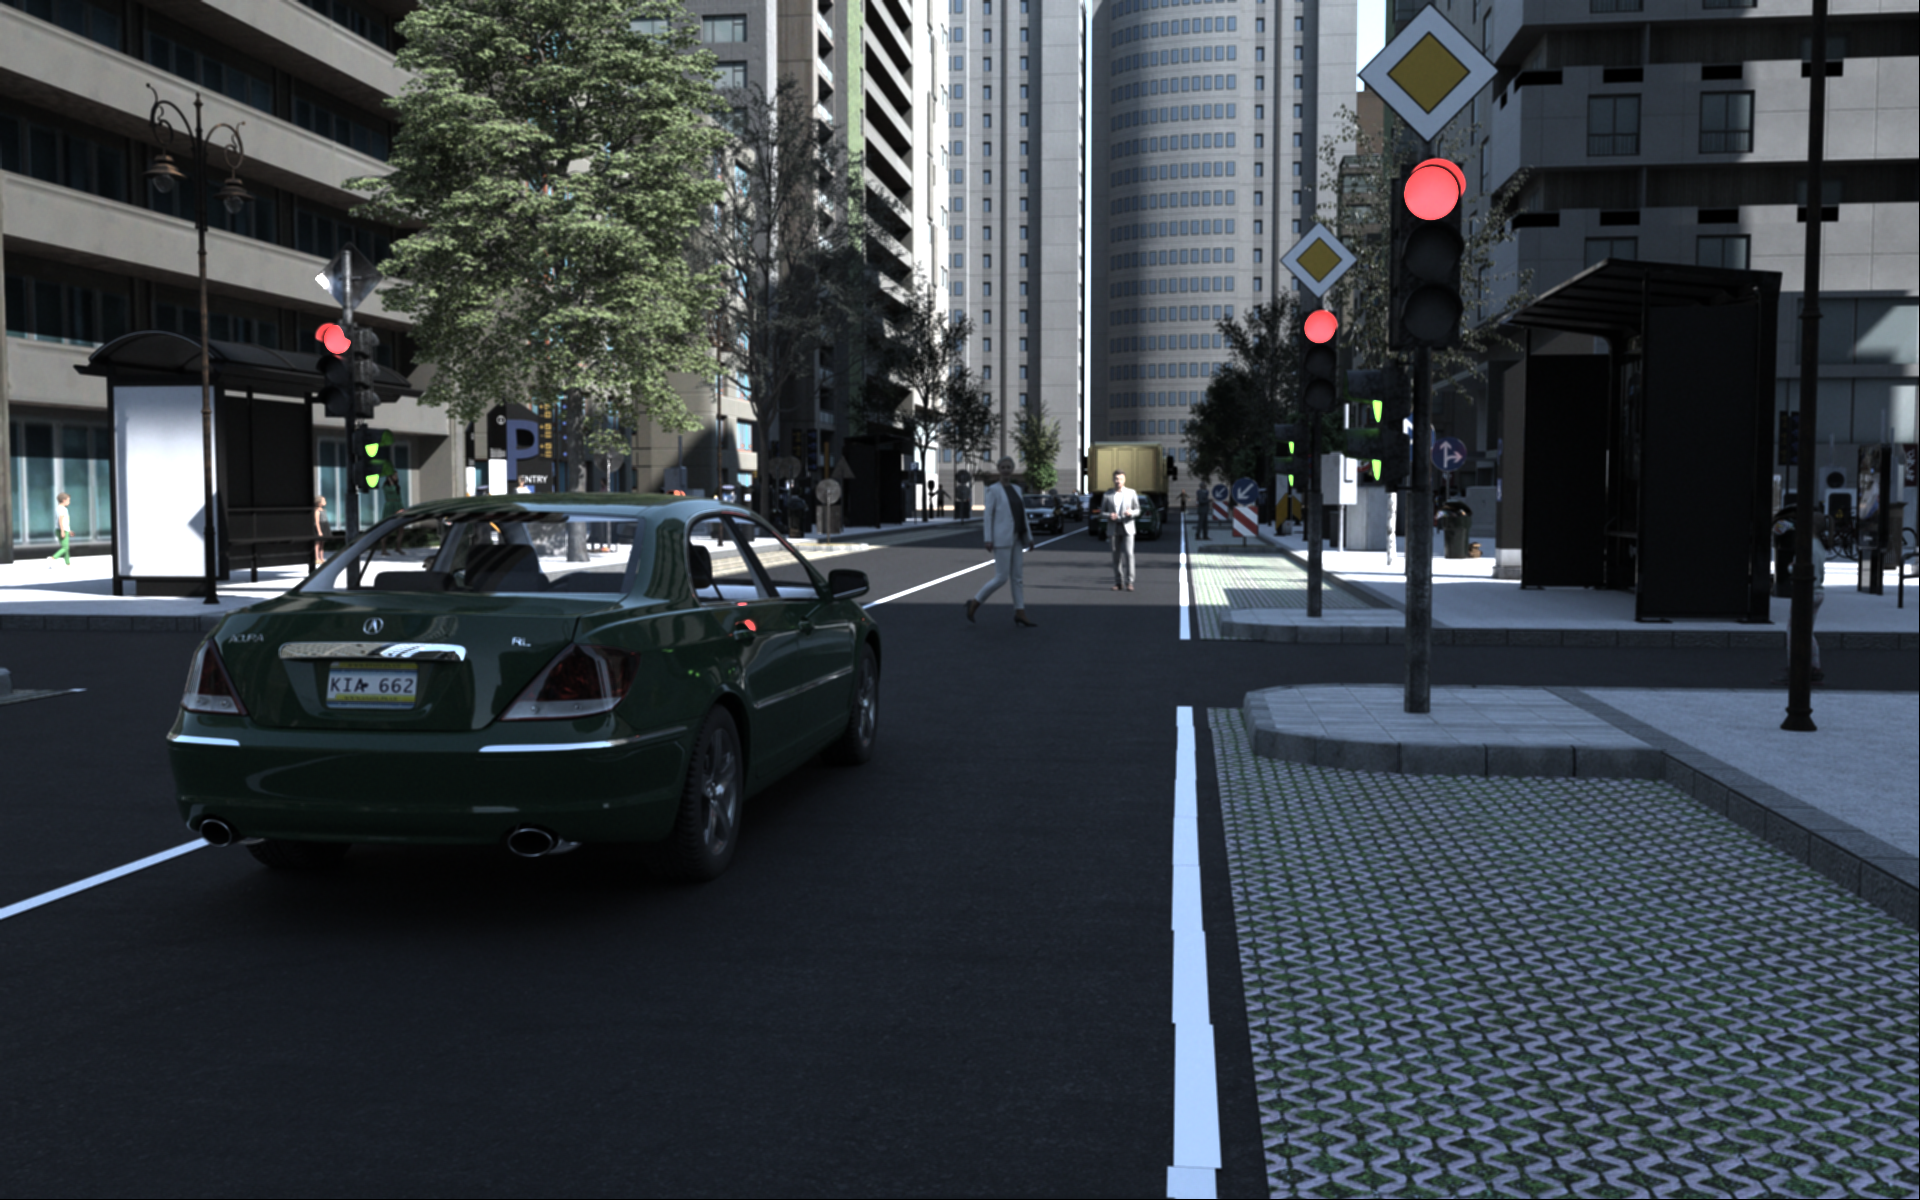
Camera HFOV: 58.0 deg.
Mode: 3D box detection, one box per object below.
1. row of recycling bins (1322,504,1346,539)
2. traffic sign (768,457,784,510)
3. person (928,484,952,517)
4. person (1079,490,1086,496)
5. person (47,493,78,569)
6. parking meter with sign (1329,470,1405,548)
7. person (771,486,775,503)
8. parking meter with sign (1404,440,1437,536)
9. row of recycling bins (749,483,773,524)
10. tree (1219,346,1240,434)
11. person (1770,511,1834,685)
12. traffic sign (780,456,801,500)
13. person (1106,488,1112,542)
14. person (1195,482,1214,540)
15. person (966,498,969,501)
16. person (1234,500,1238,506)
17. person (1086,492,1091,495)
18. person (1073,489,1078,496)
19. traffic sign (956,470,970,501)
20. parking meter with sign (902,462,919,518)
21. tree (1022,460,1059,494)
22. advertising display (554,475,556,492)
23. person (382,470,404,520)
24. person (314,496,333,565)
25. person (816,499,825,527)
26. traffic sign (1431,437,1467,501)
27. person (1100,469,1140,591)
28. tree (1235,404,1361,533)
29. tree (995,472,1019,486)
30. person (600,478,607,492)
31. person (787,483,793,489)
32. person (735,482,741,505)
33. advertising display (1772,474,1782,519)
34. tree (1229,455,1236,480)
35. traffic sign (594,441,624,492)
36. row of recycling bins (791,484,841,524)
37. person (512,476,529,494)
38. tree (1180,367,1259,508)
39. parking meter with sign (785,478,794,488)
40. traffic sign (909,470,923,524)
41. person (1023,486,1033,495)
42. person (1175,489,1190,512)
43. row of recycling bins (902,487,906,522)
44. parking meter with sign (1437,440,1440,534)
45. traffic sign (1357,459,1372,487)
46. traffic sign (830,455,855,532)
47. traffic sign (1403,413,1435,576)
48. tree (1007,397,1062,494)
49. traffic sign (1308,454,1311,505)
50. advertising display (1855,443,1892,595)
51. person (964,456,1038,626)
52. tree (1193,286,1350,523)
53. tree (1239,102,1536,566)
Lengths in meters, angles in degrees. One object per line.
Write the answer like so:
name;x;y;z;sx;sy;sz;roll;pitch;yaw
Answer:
row of recycling bins;10.847;-2.649;50.419;1.069;1.692;3.534;0;4;6
traffic sign;-6.317;-3.653;59.825;0.768;2.556;0.104;1;4;11
person;-1.097;-5.498;95.940;1.348;1.823;0.705;1;4;15
person;11.784;-9.622;165.962;1.348;1.807;0.705;2;4;26
person;-15.327;-1.176;29.520;0.306;1.304;0.590;2;4;26
parking meter with sign;9.783;-2.789;41.867;1.738;3.016;0.543;-1;4;-23
person;-9.197;-4.768;84.104;0.694;1.812;0.767;0;4;-1
parking meter with sign;13.546;-3.451;52.693;1.738;3.016;0.543;-2;4;-27
row of recycling bins;-7.867;-3.736;68.197;1.069;1.692;3.534;-1;4;-10
tree;12.209;-7.033;65.351;4.360;8.622;3.978;0;3;0
person;6.329;-0.015;13.018;0.394;1.301;0.425;2;4;33
traffic sign;-5.700;-3.551;58.173;0.768;2.556;0.104;1;4;17
person;4.507;-2.544;51.899;0.330;1.601;0.589;1;4;10
person;7.597;-2.750;53.636;0.590;1.801;0.661;1;4;16
person;0.590;-8.892;152.233;0.742;1.727;0.445;0;4;7
person;18.770;-6.824;117.629;0.705;1.822;1.348;0;4;-3
person;11.424;-8.797;153.157;1.217;1.723;0.721;1;4;22
person;9.518;-8.300;144.184;0.705;1.826;1.348;-2;4;-25
traffic sign;0.146;-5.481;89.715;0.768;2.556;0.104;1;4;12
parking meter with sign;-2.966;-5.975;93.944;0.543;3.016;1.738;2;4;35
tree;6.916;-10.098;148.814;4.285;4.588;4.351;0;3;0
advertising display;-13.850;-3.192;57.396;0.974;1.923;0.123;1;4;19
person;-11.881;-1.834;36.273;0.529;1.795;0.600;1;4;15
person;-11.599;-1.272;31.514;0.373;1.253;0.362;1;4;14
person;-5.144;-3.712;66.699;0.622;1.834;0.822;-3;5;-43
traffic sign;10.905;-2.361;38.701;0.768;2.556;0.104;1;4;17
person;2.373;-1.044;25.763;0.606;1.804;0.583;1;4;9
tree;11.771;-4.483;57.003;4.285;4.588;4.351;0;3;0
tree;3.207;-7.445;116.334;1.663;3.219;1.824;0;3;0
person;-11.867;-3.150;57.553;0.555;1.821;0.388;2;4;28
person;-8.500;-4.923;86.396;0.638;1.841;0.748;-1;4;-22
person;-9.495;-4.115;73.508;0.537;1.800;0.526;-3;5;-44
advertising display;25.534;-3.005;54.353;0.974;1.923;0.123;-3;5;-45
tree;16.631;-6.863;95.926;4.285;4.588;4.351;0;3;0
traffic sign;-8.335;-2.504;41.050;0.768;2.556;0.104;1;4;14
row of recycling bins;-5.555;-4.108;74.271;3.534;1.692;1.069;-1;4;-22
person;-10.844;-2.211;42.947;0.760;1.731;0.466;1;4;18
tree;24.621;-14.668;156.829;9.611;12.733;9.660;0;3;0
parking meter with sign;-9.076;-5.845;91.821;0.543;3.016;1.738;-1;4;-10
traffic sign;-1.896;-4.385;73.827;0.606;2.300;0.079;1;4;11
person;3.048;-4.357;79.980;0.529;1.795;0.600;-2;4;-32
person;17.607;-7.829;136.649;1.348;1.807;0.705;3;4;38
row of recycling bins;-2.990;-4.464;80.101;1.069;1.692;3.534;0;4;-3
parking meter with sign;15.125;-3.697;56.706;0.543;3.016;1.738;-2;4;-25
traffic sign;9.235;-2.440;40.005;0.768;2.556;0.104;1;4;15
traffic sign;-3.956;-3.555;58.127;0.884;2.594;0.081;1;4;14
traffic sign;7.041;-1.656;27.184;0.768;2.556;0.104;1;4;11
tree;5.711;-11.152;132.693;4.737;8.622;4.395;0;3;0
traffic sign;11.029;-3.337;54.672;0.768;2.556;0.104;1;4;9
advertising display;11.760;-1.047;22.327;0.123;1.923;0.974;1;4;12
person;0.449;-0.640;18.839;0.818;1.842;0.514;2;4;24
tree;13.945;-8.721;76.994;7.601;10.594;8.767;-1;4;-22
tree;7.934;-4.922;30.831;4.360;8.622;3.978;0;3;0
